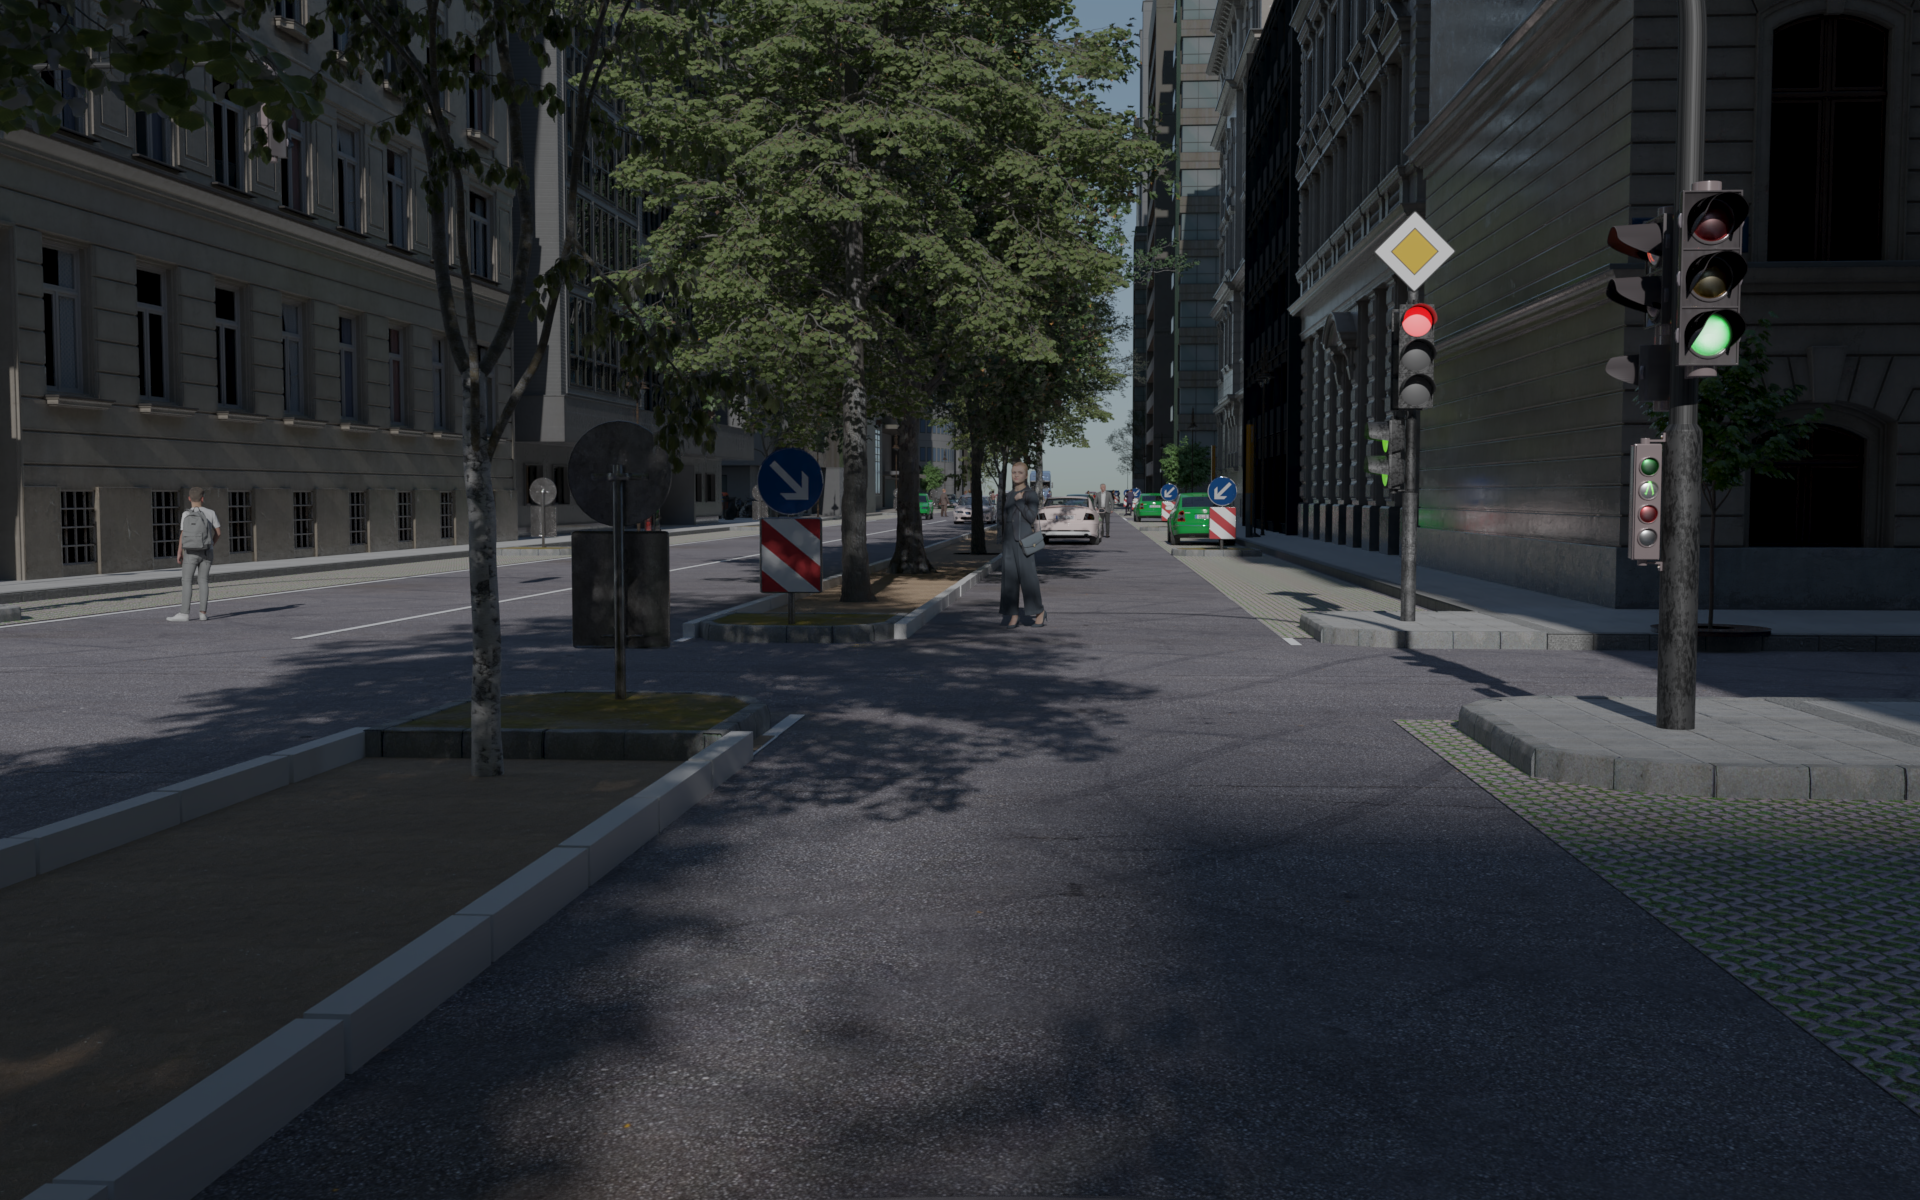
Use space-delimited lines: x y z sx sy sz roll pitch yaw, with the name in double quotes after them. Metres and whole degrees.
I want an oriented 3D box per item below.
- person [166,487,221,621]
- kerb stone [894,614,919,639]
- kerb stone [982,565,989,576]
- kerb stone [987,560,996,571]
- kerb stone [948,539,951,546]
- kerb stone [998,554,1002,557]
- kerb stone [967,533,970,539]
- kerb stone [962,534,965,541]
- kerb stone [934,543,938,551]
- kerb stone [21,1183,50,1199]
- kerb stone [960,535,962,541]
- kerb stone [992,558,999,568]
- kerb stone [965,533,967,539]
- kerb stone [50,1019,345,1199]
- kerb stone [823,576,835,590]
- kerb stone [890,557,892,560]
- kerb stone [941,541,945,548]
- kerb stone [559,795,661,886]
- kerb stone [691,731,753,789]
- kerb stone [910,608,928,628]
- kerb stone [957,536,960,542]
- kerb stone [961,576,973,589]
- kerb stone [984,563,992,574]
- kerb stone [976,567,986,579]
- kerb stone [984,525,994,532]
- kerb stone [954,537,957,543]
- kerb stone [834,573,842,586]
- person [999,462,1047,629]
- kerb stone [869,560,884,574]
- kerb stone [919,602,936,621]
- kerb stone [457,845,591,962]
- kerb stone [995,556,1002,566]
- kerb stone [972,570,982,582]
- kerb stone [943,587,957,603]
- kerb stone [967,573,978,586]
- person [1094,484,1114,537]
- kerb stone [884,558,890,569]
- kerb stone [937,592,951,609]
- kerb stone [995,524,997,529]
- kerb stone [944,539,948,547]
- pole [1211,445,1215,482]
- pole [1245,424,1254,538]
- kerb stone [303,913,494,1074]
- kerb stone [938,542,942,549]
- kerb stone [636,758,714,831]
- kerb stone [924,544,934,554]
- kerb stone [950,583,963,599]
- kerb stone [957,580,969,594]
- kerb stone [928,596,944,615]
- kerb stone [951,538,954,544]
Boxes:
-8.671 -0.521 19.617 0.523 1.515 0.503 1 4 14 "person"
-0.553 0.282 17.610 0.120 0.150 1.000 0 4 4 "kerb stone"
0.371 -0.469 29.857 0.120 0.150 1.000 0 4 4 "kerb stone"
0.528 -0.594 31.900 0.120 0.150 1.000 0 4 4 "kerb stone"
-0.407 -1.538 47.395 0.120 0.150 1.000 0 4 4 "kerb stone"
0.762 -0.778 34.964 0.120 0.150 1.000 0 4 4 "kerb stone"
0.130 -1.979 54.548 0.120 0.150 1.000 0 4 4 "kerb stone"
-0.020 -1.848 52.508 0.120 0.150 1.000 0 4 4 "kerb stone"
-0.715 -1.290 43.288 0.120 0.150 1.000 0 4 4 "kerb stone"
-1.678 1.191 2.724 0.120 0.150 1.000 0 4 4 "kerb stone"
-0.100 -1.789 51.488 0.120 0.150 1.000 0 4 4 "kerb stone"
0.607 -0.655 32.926 0.120 0.150 1.000 0 4 4 "kerb stone"
0.056 -1.916 53.526 0.120 0.150 1.000 0 4 4 "kerb stone"
-1.605 1.132 3.748 0.120 0.150 1.000 0 4 4 "kerb stone"
-2.032 -0.226 25.888 0.120 0.150 1.000 0 4 4 "kerb stone"
-1.417 -0.720 34.073 0.120 0.150 1.000 0 4 4 "kerb stone"
-0.562 -1.416 45.351 0.120 0.150 1.000 0 4 4 "kerb stone"
-1.371 0.940 6.822 0.120 0.150 1.000 0 4 4 "kerb stone"
-1.216 0.815 8.869 0.120 0.150 1.000 0 4 4 "kerb stone"
-0.479 0.218 18.629 0.120 0.150 1.000 0 4 4 "kerb stone"
-0.169 -1.729 50.468 0.120 0.150 1.000 0 4 4 "kerb stone"
0.061 -0.219 25.772 0.120 0.150 1.000 0 4 4 "kerb stone"
0.445 -0.518 30.877 0.120 0.150 1.000 0 4 4 "kerb stone"
0.295 -0.404 28.838 0.120 0.150 1.000 0 4 4 "kerb stone"
1.139 -2.785 67.827 0.120 0.150 1.000 0 4 4 "kerb stone"
-0.255 -1.666 49.433 0.120 0.150 1.000 0 4 4 "kerb stone"
-1.958 -0.287 26.908 0.120 0.150 1.000 0 4 4 "kerb stone"
0.652 -0.589 18.557 0.576 1.772 0.534 2 4 29 "person"
-1.573 -0.601 32.023 0.120 0.150 1.000 0 4 4 "kerb stone"
-0.403 0.156 19.648 0.120 0.150 1.000 0 4 4 "kerb stone"
-1.449 1.006 5.800 0.120 0.150 1.000 0 4 4 "kerb stone"
0.679 -0.716 33.945 0.120 0.150 1.000 0 4 4 "kerb stone"
0.216 -0.343 27.810 0.120 0.150 1.000 0 4 4 "kerb stone"
-0.169 -0.032 22.711 0.120 0.150 1.000 0 4 4 "kerb stone"
0.139 -0.281 26.791 0.120 0.150 1.000 0 4 4 "kerb stone"
4.723 -2.932 56.837 0.661 1.777 0.834 0 4 -1 "person"
-1.502 -0.661 33.048 0.120 0.150 1.000 0 4 4 "kerb stone"
-0.247 0.031 21.692 0.120 0.150 1.000 0 4 4 "kerb stone"
1.298 -2.914 69.872 0.120 0.150 1.000 0 4 4 "kerb stone"
-0.489 -1.478 46.370 0.120 0.150 1.000 0 4 4 "kerb stone"
10.601 -4.812 72.518 0.158 3.312 0.155 0 3 0 "pole"
8.508 -3.488 50.865 0.158 3.312 0.155 0 3 0 "pole"
-1.525 1.065 4.776 0.120 0.150 1.000 0 4 4 "kerb stone"
-0.640 -1.353 44.314 0.120 0.150 1.000 0 4 4 "kerb stone"
-1.294 0.881 7.847 0.120 0.150 1.000 0 4 4 "kerb stone"
-0.791 -1.224 42.269 0.120 0.150 1.000 0 4 4 "kerb stone"
-0.095 -0.094 23.734 0.120 0.150 1.000 0 4 4 "kerb stone"
-0.007 -0.156 24.752 0.120 0.150 1.000 0 4 4 "kerb stone"
-0.325 0.093 20.672 0.120 0.150 1.000 0 4 4 "kerb stone"
-0.334 -1.604 48.414 0.120 0.150 1.000 0 4 4 "kerb stone"
